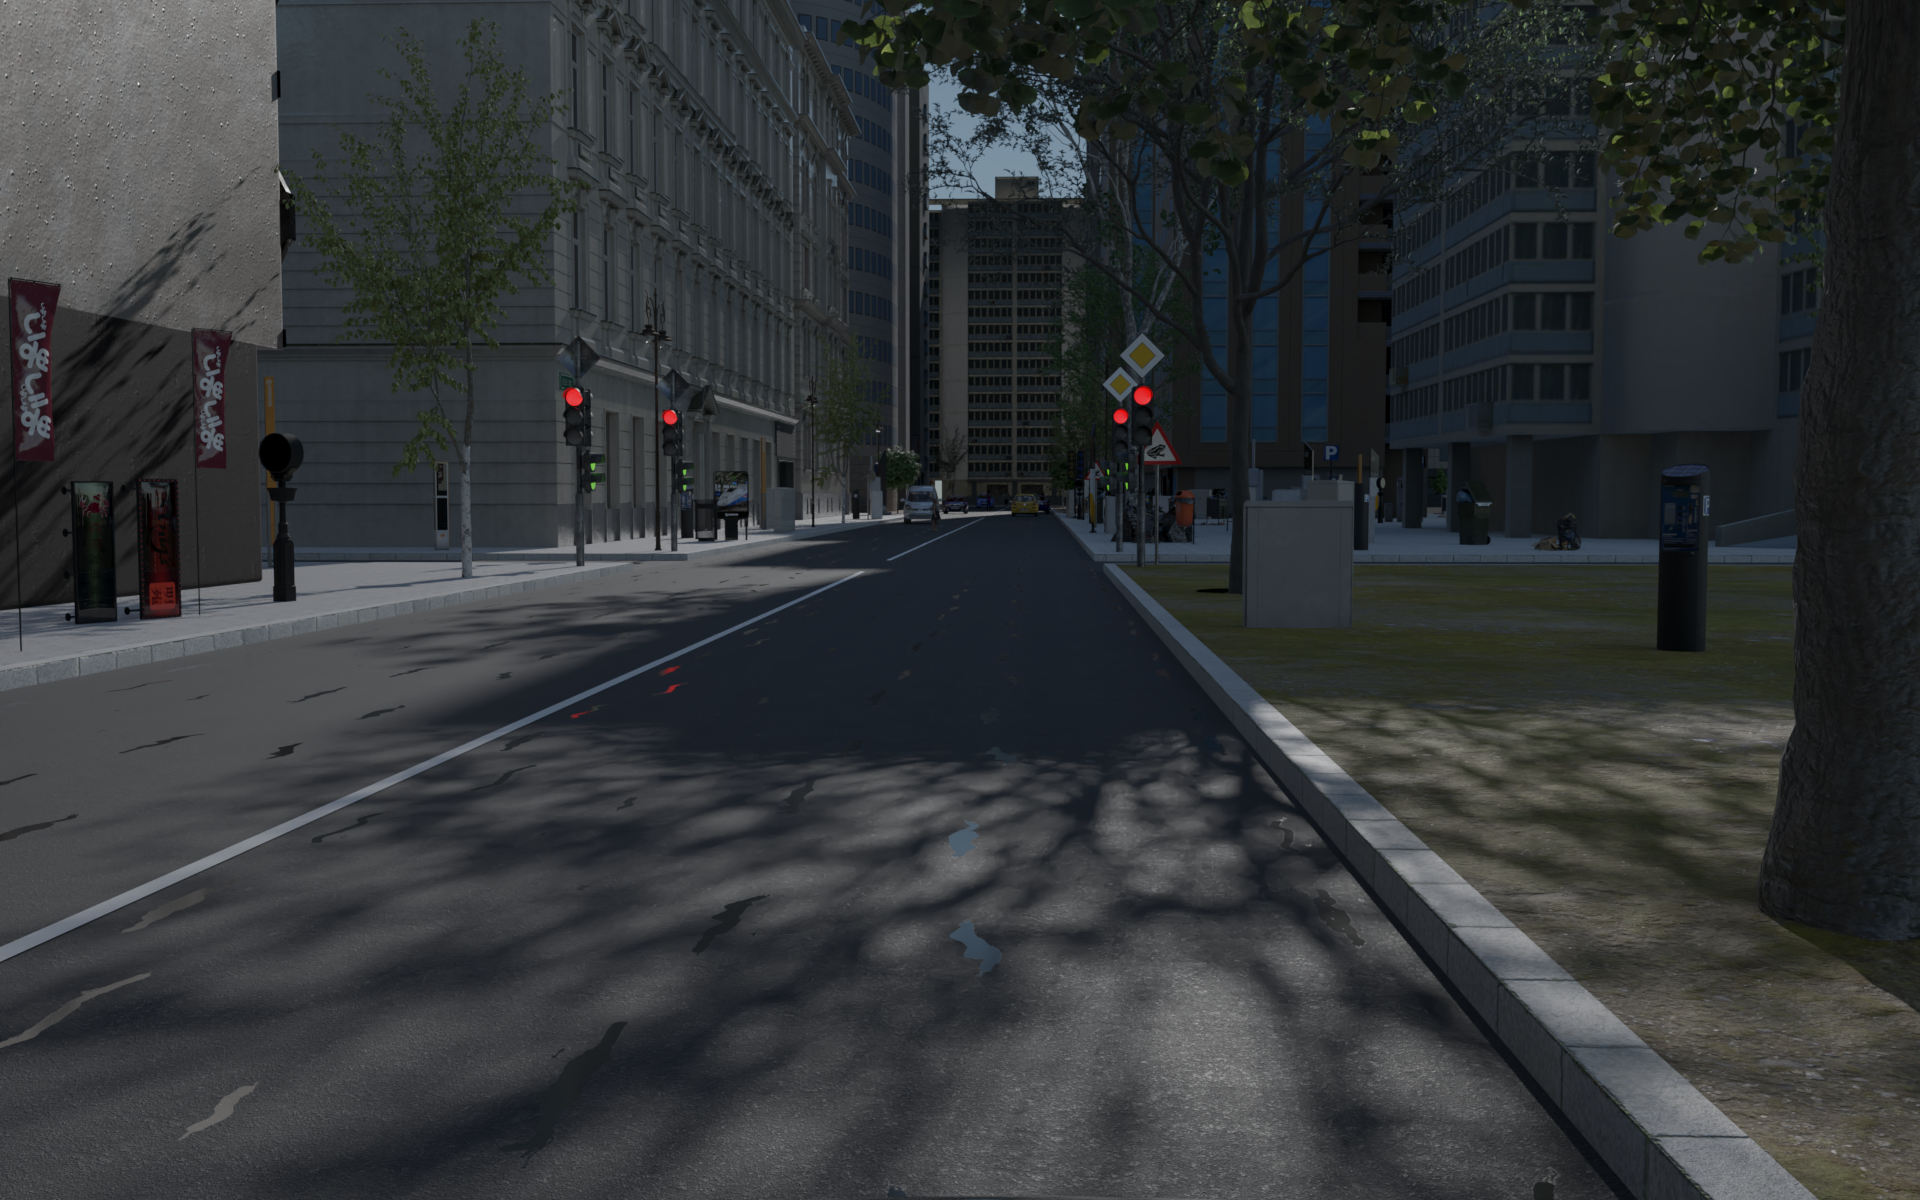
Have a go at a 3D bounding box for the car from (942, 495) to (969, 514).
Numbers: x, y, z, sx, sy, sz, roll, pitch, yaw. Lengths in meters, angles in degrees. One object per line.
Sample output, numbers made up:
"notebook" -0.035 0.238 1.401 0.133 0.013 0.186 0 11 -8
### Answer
"car" -0.301 -6.948 126.176 1.945 1.354 3.894 0 4 2

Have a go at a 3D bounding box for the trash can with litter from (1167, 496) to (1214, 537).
"trash can with litter" 6.370 -2.506 52.026 1.678 1.210 2.233 -1 4 -12

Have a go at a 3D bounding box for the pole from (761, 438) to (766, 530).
"pole" -7.111 -4.210 62.672 0.158 3.312 0.155 0 3 0

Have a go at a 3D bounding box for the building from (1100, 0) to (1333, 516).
"building" 16.924 -28.723 119.728 14.600 45.320 14.200 0 4 3

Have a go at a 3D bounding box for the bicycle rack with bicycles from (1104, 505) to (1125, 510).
"bicycle rack with bicycles" 9.254 -4.882 93.204 2.852 0.926 2.925 -1 4 -14

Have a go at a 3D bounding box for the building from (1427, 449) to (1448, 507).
"building" 51.403 -46.962 206.088 20.611 71.187 20.563 0 4 3

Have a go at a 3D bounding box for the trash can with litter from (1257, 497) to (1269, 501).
"trash can with litter" 13.041 -3.856 74.433 0.624 1.170 1.055 1 4 14

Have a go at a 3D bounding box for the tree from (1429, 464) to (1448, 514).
"tree" 30.802 -7.125 111.094 1.663 3.219 1.824 0 3 0

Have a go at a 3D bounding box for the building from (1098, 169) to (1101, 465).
"building" 22.822 -31.936 141.754 23.786 49.044 30.456 0 4 3

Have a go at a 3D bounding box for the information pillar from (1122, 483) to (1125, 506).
"information pillar" 9.105 -5.703 97.731 0.304 2.012 0.304 2 4 31

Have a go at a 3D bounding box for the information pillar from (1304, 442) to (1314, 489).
"information pillar" 15.619 -5.280 77.678 0.183 3.616 0.504 -3 5 -40

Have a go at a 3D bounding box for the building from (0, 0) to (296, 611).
"building" -18.820 -9.335 20.087 16.811 18.784 16.820 0 4 3

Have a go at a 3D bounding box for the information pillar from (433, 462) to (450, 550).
"information pillar" -11.858 -2.146 39.582 0.304 2.012 0.304 -2 4 -25

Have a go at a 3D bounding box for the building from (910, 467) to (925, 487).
"building" -13.624 -43.636 151.697 20.563 71.187 20.611 0 4 3

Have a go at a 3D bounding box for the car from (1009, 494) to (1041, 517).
"car" 4.149 -6.137 110.571 2.015 1.641 3.980 0 4 3

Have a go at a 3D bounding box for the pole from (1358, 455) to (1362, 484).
"pole" 20.608 -5.840 89.328 0.158 3.312 0.155 0 3 0

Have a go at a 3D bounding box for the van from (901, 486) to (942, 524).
"van" -1.849 -4.711 84.040 2.013 2.044 4.112 0 4 1

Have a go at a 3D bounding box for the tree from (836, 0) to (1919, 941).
"tree" 2.908 -6.012 4.947 9.857 13.997 8.962 0 3 0

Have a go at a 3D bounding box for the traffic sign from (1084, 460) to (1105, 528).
"traffic sign" 5.157 -4.015 65.647 0.884 2.594 0.081 1 4 10

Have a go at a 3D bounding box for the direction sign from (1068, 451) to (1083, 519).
"direction sign" 6.053 -6.041 90.763 0.876 3.537 0.379 2 4 23

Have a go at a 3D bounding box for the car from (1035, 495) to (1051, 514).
"car" 5.574 -6.855 124.659 1.945 1.354 3.894 0 4 1

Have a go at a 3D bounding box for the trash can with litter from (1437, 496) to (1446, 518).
"trash can with litter" 27.033 -5.111 94.624 2.233 1.210 1.678 0 4 2

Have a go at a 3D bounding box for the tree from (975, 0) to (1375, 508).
"tree" 6.057 -11.734 47.740 12.611 20.169 13.585 0 3 0

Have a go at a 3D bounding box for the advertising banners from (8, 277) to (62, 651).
"advertising banners" -7.809 -1.061 13.535 0.090 3.025 2.074 1 4 18

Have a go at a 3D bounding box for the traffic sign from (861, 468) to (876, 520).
"traffic sign" -4.501 -5.183 84.845 0.768 2.556 0.104 1 4 12

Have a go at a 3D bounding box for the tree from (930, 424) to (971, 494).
"tree" -0.943 -14.160 181.871 4.360 8.622 3.978 0 3 0

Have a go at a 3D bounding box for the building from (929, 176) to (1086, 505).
"building" 6.952 -31.967 214.534 23.993 40.220 32.217 0 4 3

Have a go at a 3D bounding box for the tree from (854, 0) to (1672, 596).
"tree" 3.503 -6.829 22.020 12.009 13.543 11.850 0 3 0

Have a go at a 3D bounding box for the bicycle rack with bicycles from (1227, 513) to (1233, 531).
"bicycle rack with bicycles" 10.616 -2.806 59.259 2.925 0.926 2.852 -3 4 -38

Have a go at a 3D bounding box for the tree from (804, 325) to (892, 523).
"tree" -5.122 -7.708 76.385 4.737 8.622 4.395 0 3 0

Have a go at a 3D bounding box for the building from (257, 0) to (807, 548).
"building" -16.527 -17.480 62.212 17.030 29.872 44.131 0 4 3

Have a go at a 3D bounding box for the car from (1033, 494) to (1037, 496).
"car" 6.899 -9.872 170.203 1.959 1.807 4.718 0 4 3

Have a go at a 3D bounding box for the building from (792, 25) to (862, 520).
"building" -13.456 -18.871 95.929 14.401 28.519 23.554 0 4 3

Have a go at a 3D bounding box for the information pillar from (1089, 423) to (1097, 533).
"information pillar" 4.394 -4.034 57.316 0.183 3.616 0.504 1 4 15

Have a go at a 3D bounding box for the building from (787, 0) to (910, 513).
"building" -15.247 -35.809 127.472 21.231 58.520 28.212 0 4 3

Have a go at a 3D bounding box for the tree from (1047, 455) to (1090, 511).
"tree" 8.405 -9.151 133.335 4.285 4.588 4.351 0 3 0

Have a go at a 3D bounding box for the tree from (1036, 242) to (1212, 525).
"tree" 6.679 -8.911 71.442 9.928 11.665 9.643 0 3 0

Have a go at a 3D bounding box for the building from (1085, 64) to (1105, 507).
"building" 22.934 -38.457 170.768 21.231 58.520 28.212 0 4 3

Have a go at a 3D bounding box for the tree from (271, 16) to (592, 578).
"tree" -7.831 -4.651 26.405 4.737 8.622 4.395 0 3 0

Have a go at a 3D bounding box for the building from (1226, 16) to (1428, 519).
"building" 18.262 -27.270 95.970 14.600 45.320 14.200 0 4 3

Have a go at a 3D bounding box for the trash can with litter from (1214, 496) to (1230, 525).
"trash can with litter" 10.113 -3.704 71.615 2.233 1.210 1.678 2 4 27

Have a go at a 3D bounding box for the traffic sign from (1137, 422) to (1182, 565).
"traffic sign" 3.556 -1.913 31.274 0.884 2.594 0.081 0 4 5

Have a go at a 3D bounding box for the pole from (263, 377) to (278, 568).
"pole" -12.014 -2.223 30.195 0.158 3.312 0.155 0 3 0

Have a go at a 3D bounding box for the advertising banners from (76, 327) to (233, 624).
"advertising banners" -8.269 -1.320 17.774 0.090 3.025 2.074 2 4 26

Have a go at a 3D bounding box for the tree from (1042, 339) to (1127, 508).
"tree" 6.535 -8.002 81.197 4.737 8.622 4.395 0 3 0

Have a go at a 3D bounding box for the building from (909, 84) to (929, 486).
"building" -14.297 -33.850 177.157 21.600 48.544 21.300 0 4 3

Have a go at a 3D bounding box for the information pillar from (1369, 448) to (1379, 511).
"information pillar" 20.900 -5.880 87.497 0.504 3.616 0.183 -1 4 -18

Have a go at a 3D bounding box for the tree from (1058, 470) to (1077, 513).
"tree" 7.585 -7.477 116.852 1.663 3.219 1.824 0 3 0

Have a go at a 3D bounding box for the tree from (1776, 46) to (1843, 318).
"tree" 14.127 -4.568 25.048 4.737 8.622 4.395 0 3 0

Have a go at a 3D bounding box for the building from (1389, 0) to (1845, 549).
"building" 27.466 -22.176 54.458 23.993 40.220 32.217 0 4 3

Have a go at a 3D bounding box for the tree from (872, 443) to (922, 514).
"tree" -4.057 -7.775 110.829 4.285 4.588 4.351 0 3 0

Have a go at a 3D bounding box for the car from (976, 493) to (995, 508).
"car" 2.617 -10.260 177.336 1.945 1.707 3.694 0 4 4
